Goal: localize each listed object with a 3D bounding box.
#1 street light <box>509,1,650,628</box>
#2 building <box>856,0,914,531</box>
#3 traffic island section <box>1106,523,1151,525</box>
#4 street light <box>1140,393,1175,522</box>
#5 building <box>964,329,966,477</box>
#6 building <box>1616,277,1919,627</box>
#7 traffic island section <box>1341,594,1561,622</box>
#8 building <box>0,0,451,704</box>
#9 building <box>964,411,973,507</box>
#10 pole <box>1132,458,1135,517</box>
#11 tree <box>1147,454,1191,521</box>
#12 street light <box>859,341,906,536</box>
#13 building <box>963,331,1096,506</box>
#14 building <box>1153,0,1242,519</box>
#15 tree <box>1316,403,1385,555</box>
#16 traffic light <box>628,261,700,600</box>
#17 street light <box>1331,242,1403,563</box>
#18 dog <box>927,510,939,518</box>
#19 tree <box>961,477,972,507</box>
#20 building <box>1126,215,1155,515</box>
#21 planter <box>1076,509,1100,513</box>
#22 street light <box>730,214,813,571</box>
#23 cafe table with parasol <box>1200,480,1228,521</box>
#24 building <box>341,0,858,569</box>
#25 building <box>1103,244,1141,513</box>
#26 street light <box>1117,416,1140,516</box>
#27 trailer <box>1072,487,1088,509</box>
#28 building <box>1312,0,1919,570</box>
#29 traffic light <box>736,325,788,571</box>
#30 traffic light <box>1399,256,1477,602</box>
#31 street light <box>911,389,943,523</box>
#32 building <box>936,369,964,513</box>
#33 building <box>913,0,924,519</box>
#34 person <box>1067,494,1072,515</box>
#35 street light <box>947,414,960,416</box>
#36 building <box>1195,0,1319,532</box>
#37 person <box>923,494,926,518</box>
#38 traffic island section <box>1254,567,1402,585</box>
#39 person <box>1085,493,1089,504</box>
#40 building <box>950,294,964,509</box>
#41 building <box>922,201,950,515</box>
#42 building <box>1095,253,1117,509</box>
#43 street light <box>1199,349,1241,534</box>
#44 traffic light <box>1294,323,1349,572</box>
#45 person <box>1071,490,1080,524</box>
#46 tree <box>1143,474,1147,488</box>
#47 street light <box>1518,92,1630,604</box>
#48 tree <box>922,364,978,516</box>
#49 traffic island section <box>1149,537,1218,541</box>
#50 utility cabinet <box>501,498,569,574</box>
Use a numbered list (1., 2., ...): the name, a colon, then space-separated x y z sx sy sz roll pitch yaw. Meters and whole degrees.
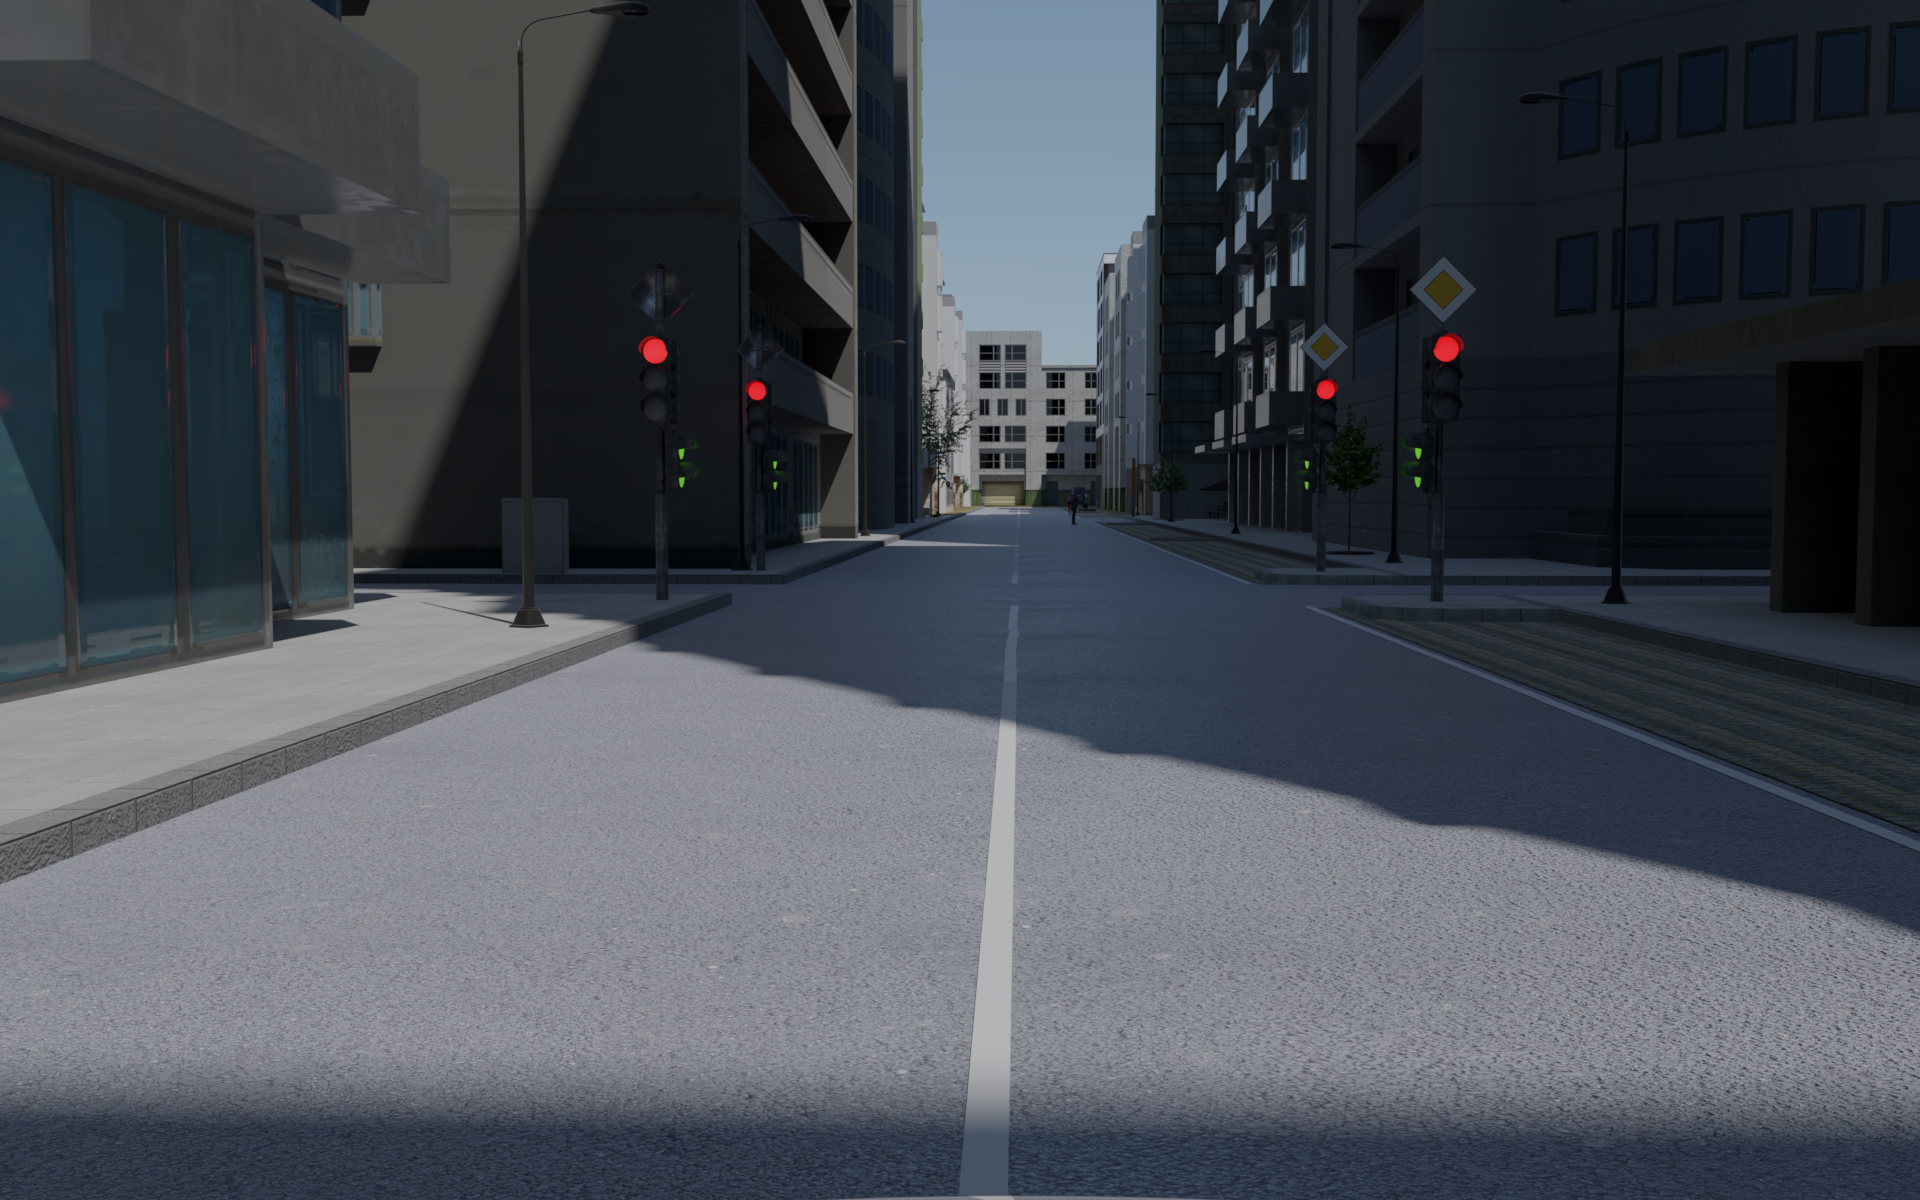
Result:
1. street light: -3.619 -2.689 16.513 1.470 5.913 1.316 0 4 2
2. building: -13.081 -31.899 63.552 21.231 58.520 28.212 0 4 2
3. traffic island section: 7.784 -3.510 80.260 1.991 0.108 1.994 0 4 2
4. street light: 9.204 -6.551 79.645 1.470 5.913 1.316 0 4 2
5. building: -7.428 -18.687 161.956 16.016 20.091 11.380 0 4 2
6. building: 18.063 -21.417 4.793 22.147 44.769 28.867 0 4 2
7. traffic island section: 5.722 0.097 20.702 2.009 0.180 2.903 0 4 2
8. building: -19.823 -23.802 8.764 30.456 49.044 23.786 0 4 2
9. building: -12.851 -14.353 176.811 28.070 9.664 9.099 0 4 2
10. pole: 9.796 -6.356 97.757 0.158 3.312 0.155 0 3 0
11. tree: 10.251 -5.464 83.936 1.663 3.219 1.824 0 3 0
12. street light: -2.345 -4.893 52.546 1.470 5.913 1.316 0 4 2
13. building: 0.701 -20.176 196.332 31.486 18.905 16.747 0 4 2
14. building: 17.572 -19.780 95.104 14.160 30.474 14.107 0 4 2
15. tree: 8.173 -2.585 36.873 1.663 3.219 1.824 0 3 0
16. traffic light: -3.593 -1.956 20.894 0.839 4.253 0.868 0 4 2
17. street light: 7.536 -3.642 32.084 1.470 5.913 1.316 0 4 2
18. dog: -1.405 -4.713 94.795 0.748 0.427 0.550 1 4 22
19. tree: 0.215 -10.693 169.437 1.663 3.219 1.824 0 3 0
20. building: 18.711 -15.483 109.568 16.016 20.091 11.380 0 4 2
21. planter: 9.516 -6.685 130.436 1.991 0.319 1.994 0 4 2
22. street light: -3.135 -3.449 28.929 1.470 5.913 1.316 0 4 2
23. cafe table with parasol: 12.937 -4.864 84.388 2.610 1.966 2.610 0 4 -4
24. building: -13.984 -25.401 39.013 21.300 48.544 21.600 0 4 2
25. building: 20.041 -16.178 130.965 16.747 18.905 31.486 0 4 2
26. street light: 10.073 -7.995 103.259 1.470 5.913 1.316 0 4 2
27. trailer: 9.870 -8.417 144.666 1.471 1.999 3.904 0 4 0
28. building: 23.460 -30.262 36.791 28.212 58.520 21.231 0 4 2
29. traffic light: -3.317 -2.444 28.874 0.839 4.253 0.868 0 4 2
30. traffic light: 5.683 -1.937 20.590 0.839 4.253 0.868 0 4 2
31. street light: -1.603 -6.368 76.665 1.470 5.913 1.316 0 4 2
32. building: -4.895 -11.523 130.547 9.099 9.664 28.070 0 4 2
33. building: -9.217 -24.568 85.280 14.154 41.232 14.086 0 4 2
34. person: 7.360 -6.363 115.773 0.421 1.427 0.697 0 4 -1
35. street light: -0.710 -7.813 100.278 1.470 5.913 1.316 0 4 2
36. building: 21.665 -27.189 64.153 23.786 49.044 30.456 0 4 2
37. person: -2.073 -5.134 93.896 0.340 1.345 0.435 2 4 35
38. traffic island section: 5.999 -0.392 28.683 2.009 0.180 2.903 0 4 2
39. person: 13.099 -10.478 180.541 0.799 1.438 0.628 0 4 -2
40. building: -8.099 -17.994 150.614 16.016 20.091 11.380 0 4 2
41. building: -9.071 -15.530 110.331 16.016 20.091 11.380 0 4 2
42. building: 26.652 -19.495 162.715 27.936 21.610 32.646 0 4 2
43. street light: 8.353 -5.086 55.699 1.470 5.913 1.316 0 4 2
44. traffic light: 5.959 -2.425 28.570 0.839 4.253 0.868 0 4 2
45. person: 5.444 -4.392 81.780 0.415 1.643 0.593 0 4 -3
46. tree: 10.234 -5.692 87.671 1.663 3.219 1.824 0 3 0
47. street light: 7.154 -2.913 20.168 1.470 5.913 1.316 0 4 2
48. tree: -1.408 -8.947 96.644 4.737 8.622 4.395 0 3 0
49. traffic island section: 6.855 -1.863 53.333 1.991 0.108 1.994 0 4 2
50. utility cabinet: -6.882 -1.035 28.083 1.020 1.237 0.306 0 4 4
